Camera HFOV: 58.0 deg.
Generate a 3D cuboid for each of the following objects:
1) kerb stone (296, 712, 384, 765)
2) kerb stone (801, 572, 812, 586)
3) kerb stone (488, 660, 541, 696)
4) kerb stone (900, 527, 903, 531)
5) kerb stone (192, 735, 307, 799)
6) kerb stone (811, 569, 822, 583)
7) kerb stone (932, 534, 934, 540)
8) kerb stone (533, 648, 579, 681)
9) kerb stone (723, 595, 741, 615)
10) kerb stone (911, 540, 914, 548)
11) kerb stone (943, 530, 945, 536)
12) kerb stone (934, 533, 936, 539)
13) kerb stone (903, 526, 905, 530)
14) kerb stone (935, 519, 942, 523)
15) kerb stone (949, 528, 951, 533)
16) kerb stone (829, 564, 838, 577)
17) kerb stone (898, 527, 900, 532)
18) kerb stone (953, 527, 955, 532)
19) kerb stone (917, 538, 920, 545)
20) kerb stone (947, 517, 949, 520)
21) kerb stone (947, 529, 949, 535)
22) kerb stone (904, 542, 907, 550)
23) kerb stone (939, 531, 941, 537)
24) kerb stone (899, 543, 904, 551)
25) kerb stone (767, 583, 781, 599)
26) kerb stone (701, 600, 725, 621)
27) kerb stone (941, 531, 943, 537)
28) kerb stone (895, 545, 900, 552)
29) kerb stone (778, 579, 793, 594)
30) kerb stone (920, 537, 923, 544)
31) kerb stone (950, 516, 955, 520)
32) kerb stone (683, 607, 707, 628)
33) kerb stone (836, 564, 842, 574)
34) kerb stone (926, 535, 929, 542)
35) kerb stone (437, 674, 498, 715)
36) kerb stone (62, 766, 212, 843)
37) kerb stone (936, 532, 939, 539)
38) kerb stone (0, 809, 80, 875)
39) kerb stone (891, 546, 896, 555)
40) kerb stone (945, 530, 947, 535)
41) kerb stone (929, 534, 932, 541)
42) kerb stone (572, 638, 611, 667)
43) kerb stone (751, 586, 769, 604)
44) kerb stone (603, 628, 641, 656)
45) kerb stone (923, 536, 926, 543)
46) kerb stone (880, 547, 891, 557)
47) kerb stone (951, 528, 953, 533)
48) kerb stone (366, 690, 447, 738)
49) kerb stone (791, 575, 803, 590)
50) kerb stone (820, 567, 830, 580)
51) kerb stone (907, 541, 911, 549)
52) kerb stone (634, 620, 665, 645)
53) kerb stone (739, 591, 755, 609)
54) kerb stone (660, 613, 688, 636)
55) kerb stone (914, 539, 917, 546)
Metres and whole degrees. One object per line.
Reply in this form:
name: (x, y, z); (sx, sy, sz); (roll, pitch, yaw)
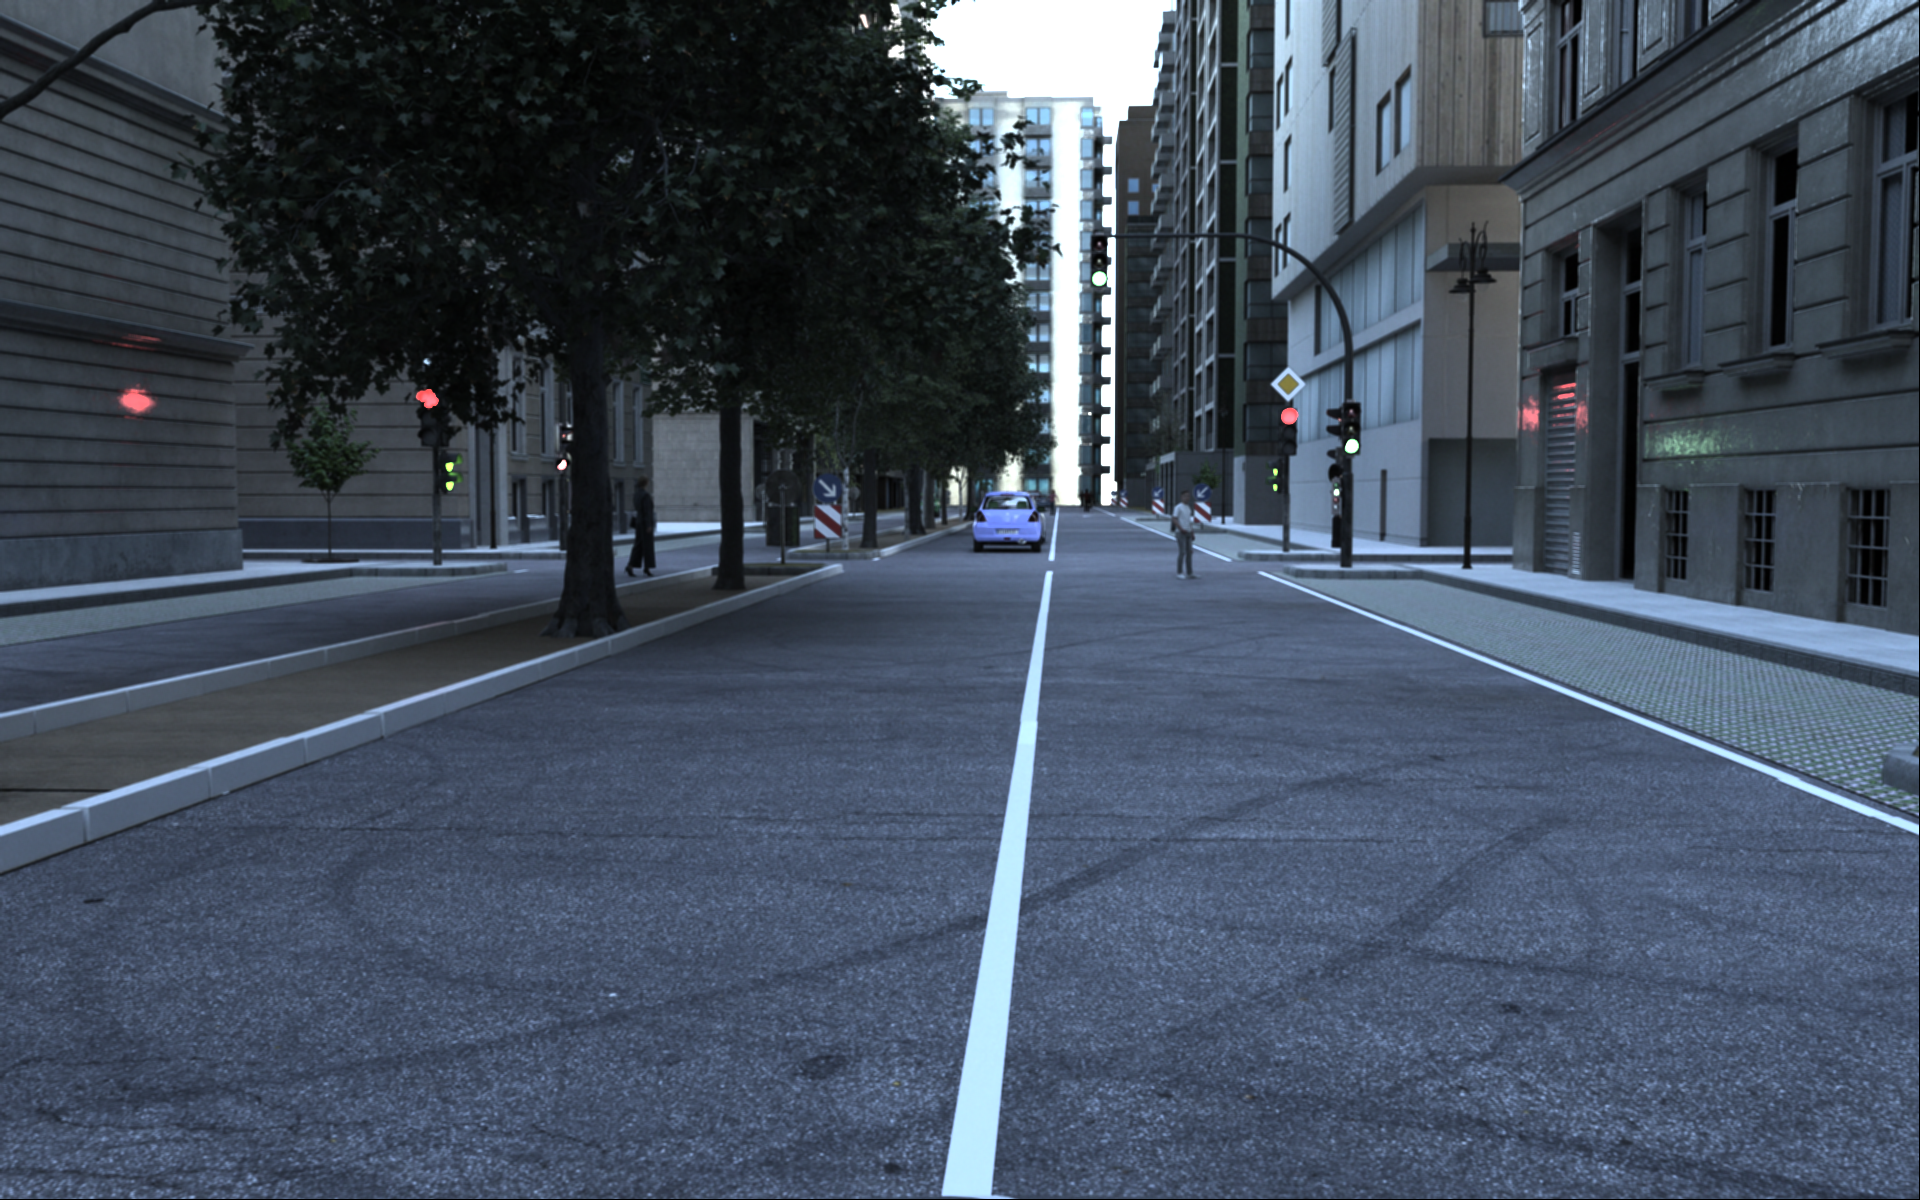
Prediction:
kerb stone: (-3.481, 0.774, 9.651); (0.120, 0.150, 1.000); (0, 4, 3)
kerb stone: (-2.480, -0.298, 27.071); (0.120, 0.150, 1.000); (0, 4, 3)
kerb stone: (-3.306, 0.582, 12.733); (0.120, 0.150, 1.000); (0, 4, 3)
kerb stone: (-2.363, -2.652, 65.555); (0.120, 0.150, 1.000); (0, 4, 3)
kerb stone: (-3.542, 0.830, 8.627); (0.120, 0.150, 1.000); (0, 4, 3)
kerb stone: (-2.416, -0.361, 28.099); (0.120, 0.150, 1.000); (0, 4, 3)
kerb stone: (-0.978, -1.893, 53.173); (0.120, 0.150, 1.000); (0, 4, 3)
kerb stone: (-3.247, 0.522, 13.753); (0.120, 0.150, 1.000); (0, 4, 3)
kerb stone: (-2.828, 0.079, 20.931); (0.120, 0.150, 1.000); (0, 4, 3)
kerb stone: (-1.386, -1.455, 45.992); (0.120, 0.150, 1.000); (0, 4, 3)
kerb stone: (-0.682, -2.208, 58.292); (0.120, 0.150, 1.000); (0, 4, 3)
kerb stone: (-0.920, -1.957, 54.199); (0.120, 0.150, 1.000); (0, 4, 3)
kerb stone: (-2.308, -2.711, 66.582); (0.120, 0.150, 1.000); (0, 4, 3)
kerb stone: (-1.068, -4.031, 88.104); (0.120, 0.150, 1.000); (0, 4, 3)
kerb stone: (-0.499, -2.396, 61.363); (0.120, 0.150, 1.000); (0, 4, 3)
kerb stone: (-2.297, -0.486, 30.144); (0.120, 0.150, 1.000); (0, 4, 3)
kerb stone: (-2.420, -2.590, 64.534); (0.120, 0.150, 1.000); (0, 4, 3)
kerb stone: (-0.382, -2.521, 63.413); (0.120, 0.150, 1.000); (0, 4, 3)
kerb stone: (-1.272, -1.581, 48.040); (0.120, 0.150, 1.000); (0, 4, 3)
kerb stone: (-0.824, -4.280, 92.194); (0.120, 0.150, 1.000); (0, 4, 3)
kerb stone: (-0.554, -2.327, 60.341); (0.120, 0.150, 1.000); (0, 4, 3)
kerb stone: (-1.504, -1.330, 43.948); (0.120, 0.150, 1.000); (0, 4, 3)
kerb stone: (-0.793, -2.081, 56.249); (0.120, 0.150, 1.000); (0, 4, 3)
kerb stone: (-1.566, -1.268, 42.928); (0.120, 0.150, 1.000); (0, 4, 3)
kerb stone: (-2.656, -0.105, 23.999); (0.120, 0.150, 1.000); (0, 4, 3)
kerb stone: (-2.891, 0.140, 19.903); (0.120, 0.150, 1.000); (0, 4, 3)
kerb stone: (-0.735, -2.145, 57.271); (0.120, 0.150, 1.000); (0, 4, 3)
kerb stone: (-1.626, -1.203, 41.907); (0.120, 0.150, 1.000); (0, 4, 3)
kerb stone: (-2.590, -0.173, 25.030); (0.120, 0.150, 1.000); (0, 4, 3)
kerb stone: (-1.211, -1.644, 49.071); (0.120, 0.150, 1.000); (0, 4, 3)
kerb stone: (-0.534, -4.590, 97.306); (0.120, 0.150, 1.000); (0, 4, 3)
kerb stone: (-2.950, 0.207, 18.883); (0.120, 0.150, 1.000); (0, 4, 3)
kerb stone: (-2.238, -0.547, 31.169); (0.120, 0.150, 1.000); (0, 4, 3)
kerb stone: (-1.094, -1.769, 51.126); (0.120, 0.150, 1.000); (0, 4, 3)
kerb stone: (-3.359, 0.643, 11.702); (0.120, 0.150, 1.000); (0, 4, 3)
kerb stone: (-3.603, 0.894, 7.607); (0.120, 0.150, 1.000); (0, 4, 3)
kerb stone: (-0.854, -2.020, 55.219); (0.120, 0.150, 1.000); (0, 4, 3)
kerb stone: (-3.665, 0.959, 6.572); (0.120, 0.150, 1.000); (0, 4, 3)
kerb stone: (-1.682, -1.143, 40.886); (0.120, 0.150, 1.000); (0, 4, 3)
kerb stone: (-0.619, -2.270, 59.320); (0.120, 0.150, 1.000); (0, 4, 3)
kerb stone: (-1.030, -1.832, 52.146); (0.120, 0.150, 1.000); (0, 4, 3)
kerb stone: (-3.186, 0.460, 14.779); (0.120, 0.150, 1.000); (0, 4, 3)
kerb stone: (-2.717, -0.048, 22.973); (0.120, 0.150, 1.000); (0, 4, 3)
kerb stone: (-3.119, 0.394, 15.805); (0.120, 0.150, 1.000); (0, 4, 3)
kerb stone: (-1.150, -1.707, 50.103); (0.120, 0.150, 1.000); (0, 4, 3)
kerb stone: (-1.748, -1.080, 39.852); (0.120, 0.150, 1.000); (0, 4, 3)
kerb stone: (-0.450, -2.457, 62.394); (0.120, 0.150, 1.000); (0, 4, 3)
kerb stone: (-3.418, 0.704, 10.682); (0.120, 0.150, 1.000); (0, 4, 3)
kerb stone: (-2.533, -0.234, 26.050); (0.120, 0.150, 1.000); (0, 4, 3)
kerb stone: (-2.359, -0.423, 29.119); (0.120, 0.150, 1.000); (0, 4, 3)
kerb stone: (-1.450, -1.393, 44.969); (0.120, 0.150, 1.000); (0, 4, 3)
kerb stone: (-3.066, 0.328, 16.831); (0.120, 0.150, 1.000); (0, 4, 3)
kerb stone: (-2.773, 0.017, 21.951); (0.120, 0.150, 1.000); (0, 4, 3)
kerb stone: (-3.003, 0.265, 17.857); (0.120, 0.150, 1.000); (0, 4, 3)
kerb stone: (-1.341, -1.518, 47.013); (0.120, 0.150, 1.000); (0, 4, 3)
